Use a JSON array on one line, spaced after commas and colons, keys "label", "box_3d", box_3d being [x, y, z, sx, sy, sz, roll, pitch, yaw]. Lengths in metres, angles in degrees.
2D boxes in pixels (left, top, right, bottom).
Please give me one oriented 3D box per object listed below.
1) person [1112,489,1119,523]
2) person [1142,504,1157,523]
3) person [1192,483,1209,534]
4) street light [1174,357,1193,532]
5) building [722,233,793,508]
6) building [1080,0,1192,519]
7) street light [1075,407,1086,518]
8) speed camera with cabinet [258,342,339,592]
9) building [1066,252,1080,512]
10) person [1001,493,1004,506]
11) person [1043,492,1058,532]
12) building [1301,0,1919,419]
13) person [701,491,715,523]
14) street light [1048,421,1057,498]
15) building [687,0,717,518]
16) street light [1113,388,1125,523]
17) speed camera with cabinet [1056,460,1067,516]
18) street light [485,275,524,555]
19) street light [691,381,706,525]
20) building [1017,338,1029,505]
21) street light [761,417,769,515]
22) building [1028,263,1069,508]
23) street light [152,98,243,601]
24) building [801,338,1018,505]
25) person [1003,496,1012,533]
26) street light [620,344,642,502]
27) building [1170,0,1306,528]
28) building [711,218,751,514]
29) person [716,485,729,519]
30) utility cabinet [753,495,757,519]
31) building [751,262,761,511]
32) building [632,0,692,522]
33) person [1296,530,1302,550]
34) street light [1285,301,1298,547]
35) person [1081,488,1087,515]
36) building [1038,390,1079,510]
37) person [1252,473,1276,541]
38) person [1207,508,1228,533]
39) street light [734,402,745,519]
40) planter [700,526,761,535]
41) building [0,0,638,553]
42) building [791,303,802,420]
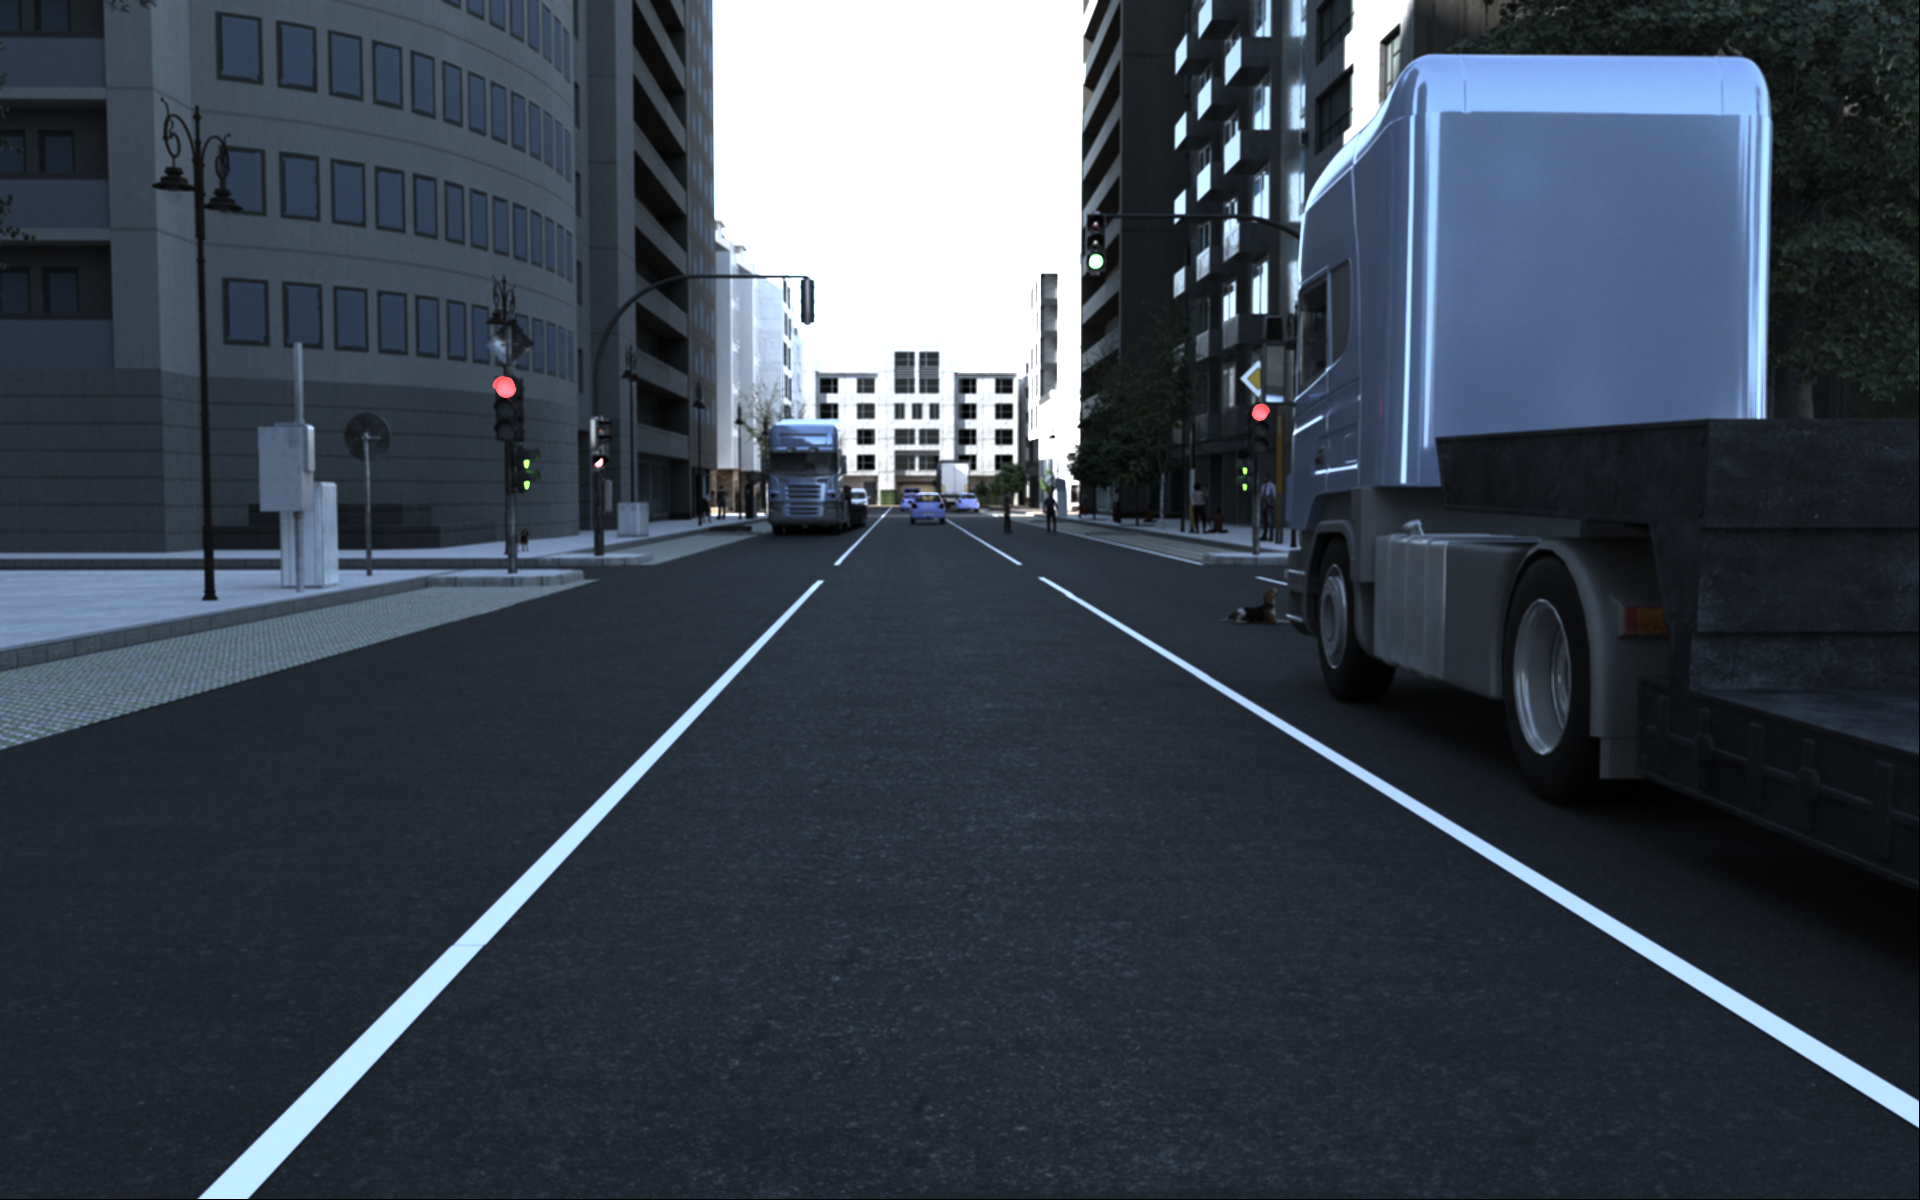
[{"label": "person", "box_3d": [7.060, -4.267, 78.282, 0.387, 1.526, 0.523, 0, 4, -2]}, {"label": "person", "box_3d": [8.504, -3.910, 78.257, 0.859, 0.850, 0.655, -1, 4, -11]}, {"label": "person", "box_3d": [7.797, -2.982, 56.257, 0.566, 1.644, 0.517, -1, 4, -22]}, {"label": "street light", "box_3d": [7.556, -5.249, 58.610, 0.468, 5.910, 1.993, 0, 4, -2]}, {"label": "building", "box_3d": [-29.592, -18.796, 151.290, 27.936, 21.610, 32.646, 0, 4, -2]}, {"label": "building", "box_3d": [18.671, -29.132, 100.011, 21.300, 48.544, 21.600, 0, 4, -2]}, {"label": "street light", "box_3d": [6.425, -7.327, 92.590, 0.468, 5.910, 1.993, 0, 4, -2]}, {"label": "speed camera with cabinet", "box_3d": [-8.929, -1.776, 23.371, 0.660, 3.252, 2.038, 0, 4, -8]}, {"label": "building", "box_3d": [15.574, -16.117, 119.928, 16.016, 20.091, 11.380, 0, 4, -2]}, {"label": "person", "box_3d": [4.587, -10.922, 187.841, 0.599, 1.433, 0.991, 1, 4, 18]}, {"label": "person", "box_3d": [3.480, -3.297, 65.102, 0.574, 1.496, 0.600, 3, 4, 38]}, {"label": "building", "box_3d": [17.259, -16.678, 44.391, 14.107, 30.474, 14.160, 0, 4, -2]}, {"label": "person", "box_3d": [-11.216, -4.160, 77.246, 0.799, 1.438, 0.628, 0, 4, 6]}, {"label": "street light", "box_3d": [5.875, -8.382, 109.830, 0.468, 5.910, 1.993, 0, 4, -2]}, {"label": "building", "box_3d": [-20.922, -27.099, 93.175, 14.600, 45.320, 14.200, 0, 4, -2]}, {"label": "street light", "box_3d": [7.000, -6.295, 75.711, 0.468, 5.910, 1.993, 0, 4, -2]}, {"label": "speed camera with cabinet", "box_3d": [5.874, -6.464, 100.021, 0.660, 3.252, 2.038, 0, 4, 1]}, {"label": "street light", "box_3d": [-9.598, -3.905, 36.631, 0.468, 5.910, 1.993, 0, 4, -2]}, {"label": "street light", "box_3d": [-10.640, -5.990, 70.728, 0.468, 5.910, 1.993, 0, 4, -2]}, {"label": "building", "box_3d": [12.655, -21.339, 205.318, 11.380, 20.091, 16.016, 0, 4, -2]}, {"label": "street light", "box_3d": [-11.667, -8.023, 103.959, 0.468, 5.910, 1.993, 0, 4, -2]}, {"label": "building", "box_3d": [20.515, -19.944, 170.055, 27.936, 21.610, 32.646, 0, 4, -2]}, {"label": "street light", "box_3d": [-9.074, -2.935, 20.774, 0.468, 5.910, 1.993, 0, 4, -2]}, {"label": "building", "box_3d": [-9.353, -20.714, 205.133, 31.486, 18.905, 16.747, 0, 4, -2]}, {"label": "person", "box_3d": [1.802, -3.188, 64.535, 0.340, 1.345, 0.435, 1, 4, 9]}, {"label": "street light", "box_3d": [-10.128, -4.934, 53.461, 0.468, 5.910, 1.993, 0, 4, -2]}, {"label": "building", "box_3d": [21.494, -27.777, 73.766, 23.786, 49.044, 30.456, 0, 4, -2]}, {"label": "building", "box_3d": [-22.856, -15.925, 116.801, 16.016, 20.091, 11.380, 0, 4, -2]}, {"label": "person", "box_3d": [-12.057, -4.953, 87.833, 0.445, 1.727, 0.742, 2, 4, 25]}, {"label": "utility cabinet", "box_3d": [-10.857, -4.889, 91.089, 0.306, 1.237, 1.020, -1, 4, -11]}, {"label": "building", "box_3d": [-22.785, -16.644, 128.557, 16.016, 20.091, 11.380, 0, 4, -2]}, {"label": "building", "box_3d": [-23.807, -27.603, 75.010, 21.300, 48.544, 21.600, 0, 4, -2]}, {"label": "person", "box_3d": [7.745, -1.787, 39.163, 0.340, 1.345, 0.435, 1, 4, 9]}, {"label": "street light", "box_3d": [8.040, -4.208, 41.581, 0.468, 5.910, 1.993, 0, 4, -2]}, {"label": "person", "box_3d": [7.426, -5.867, 103.675, 0.444, 1.614, 0.593, 1, 4, 17]}, {"label": "building", "box_3d": [11.893, -12.091, 139.828, 9.099, 9.664, 28.070, 0, 4, -2]}, {"label": "person", "box_3d": [8.238, -2.514, 47.011, 0.599, 1.838, 0.709, -2, 4, -30]}, {"label": "person", "box_3d": [8.489, -2.623, 57.222, 0.859, 0.850, 0.655, 0, 4, 6]}, {"label": "street light", "box_3d": [-11.105, -7.006, 87.336, 0.468, 5.910, 1.993, 0, 4, -2]}, {"label": "planter", "box_3d": [-7.992, -2.418, 60.668, 1.991, 0.319, 1.994, 0, 4, -2]}, {"label": "building", "box_3d": [-22.288, -31.063, 49.881, 21.231, 58.520, 28.212, 0, 4, -2]}, {"label": "building", "box_3d": [-22.120, -19.651, 177.706, 11.380, 20.091, 16.016, 0, 4, -2]}]
